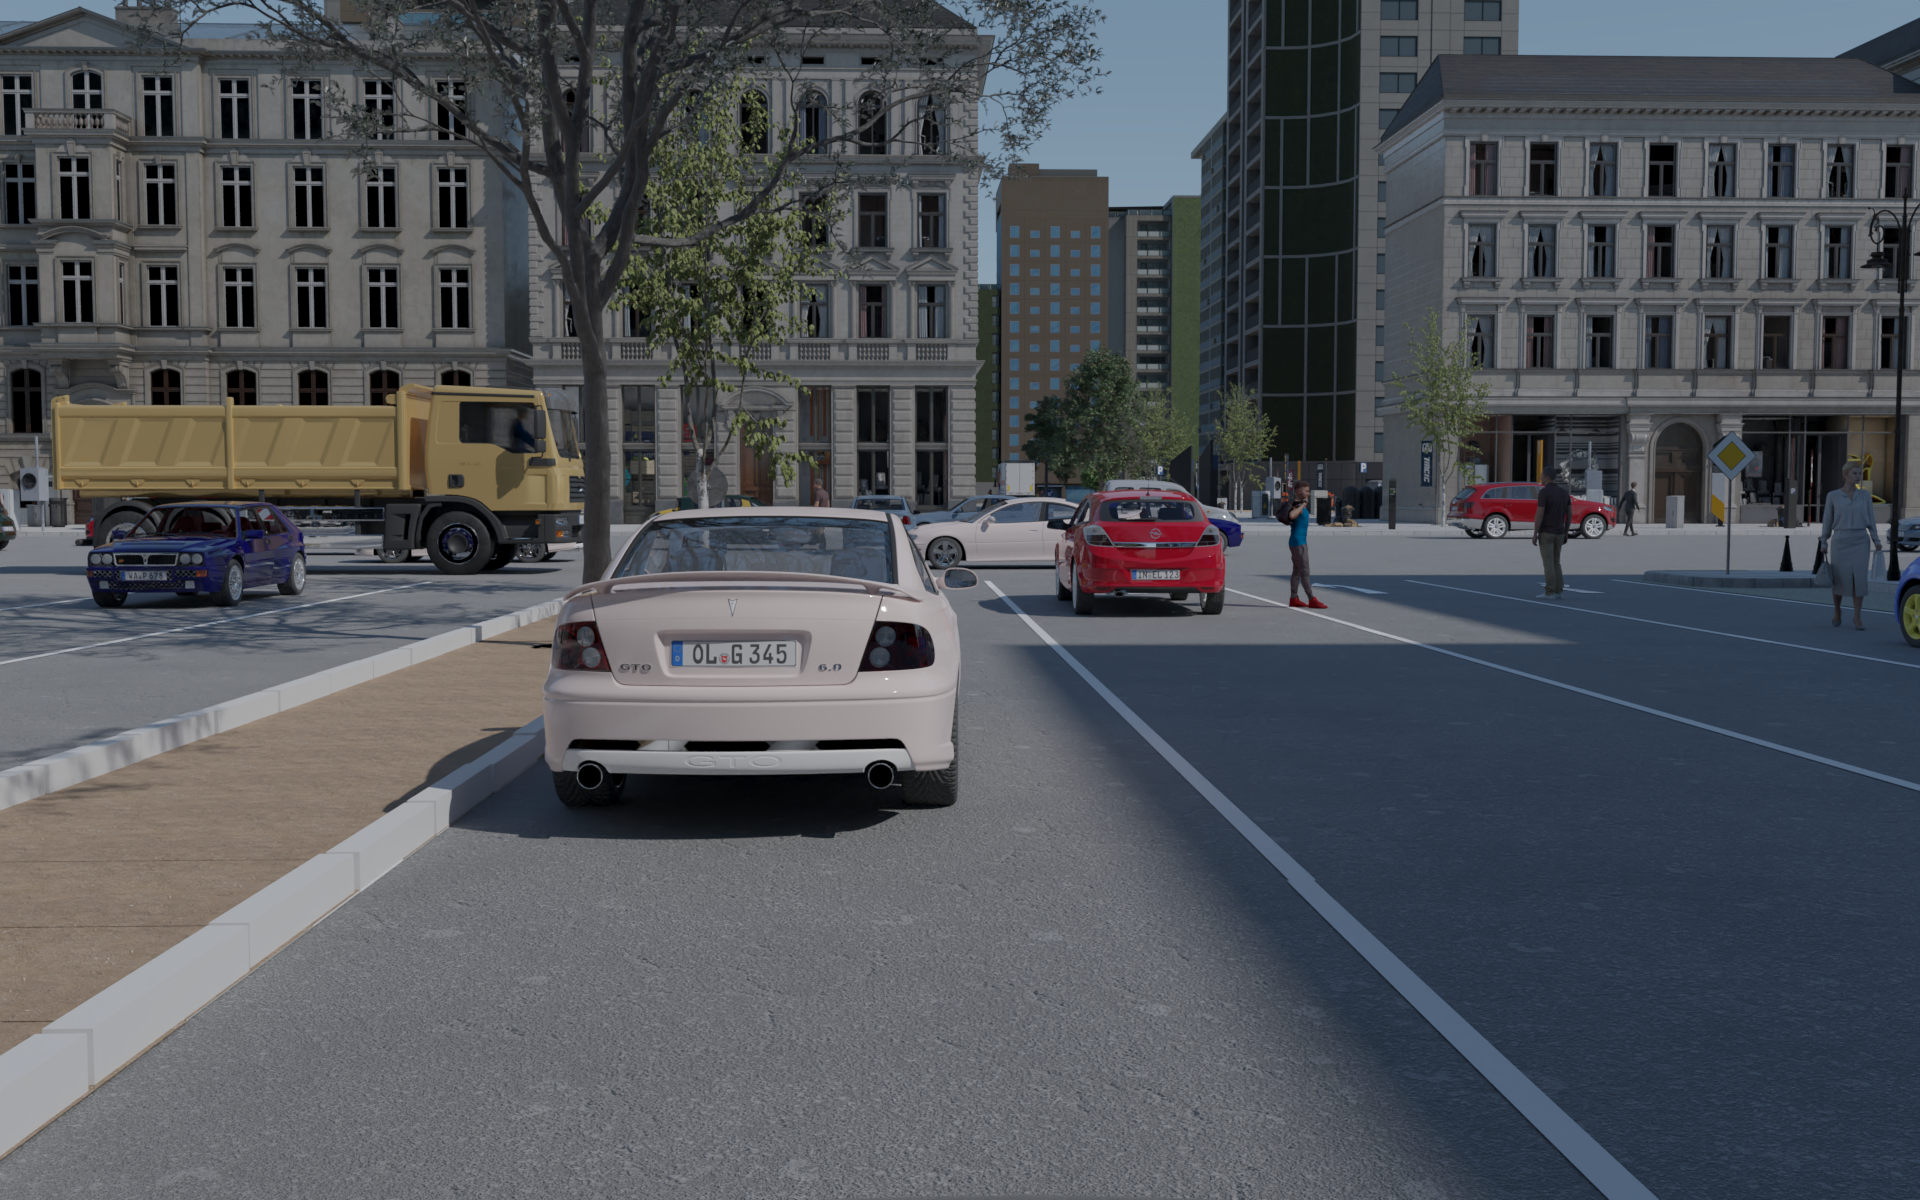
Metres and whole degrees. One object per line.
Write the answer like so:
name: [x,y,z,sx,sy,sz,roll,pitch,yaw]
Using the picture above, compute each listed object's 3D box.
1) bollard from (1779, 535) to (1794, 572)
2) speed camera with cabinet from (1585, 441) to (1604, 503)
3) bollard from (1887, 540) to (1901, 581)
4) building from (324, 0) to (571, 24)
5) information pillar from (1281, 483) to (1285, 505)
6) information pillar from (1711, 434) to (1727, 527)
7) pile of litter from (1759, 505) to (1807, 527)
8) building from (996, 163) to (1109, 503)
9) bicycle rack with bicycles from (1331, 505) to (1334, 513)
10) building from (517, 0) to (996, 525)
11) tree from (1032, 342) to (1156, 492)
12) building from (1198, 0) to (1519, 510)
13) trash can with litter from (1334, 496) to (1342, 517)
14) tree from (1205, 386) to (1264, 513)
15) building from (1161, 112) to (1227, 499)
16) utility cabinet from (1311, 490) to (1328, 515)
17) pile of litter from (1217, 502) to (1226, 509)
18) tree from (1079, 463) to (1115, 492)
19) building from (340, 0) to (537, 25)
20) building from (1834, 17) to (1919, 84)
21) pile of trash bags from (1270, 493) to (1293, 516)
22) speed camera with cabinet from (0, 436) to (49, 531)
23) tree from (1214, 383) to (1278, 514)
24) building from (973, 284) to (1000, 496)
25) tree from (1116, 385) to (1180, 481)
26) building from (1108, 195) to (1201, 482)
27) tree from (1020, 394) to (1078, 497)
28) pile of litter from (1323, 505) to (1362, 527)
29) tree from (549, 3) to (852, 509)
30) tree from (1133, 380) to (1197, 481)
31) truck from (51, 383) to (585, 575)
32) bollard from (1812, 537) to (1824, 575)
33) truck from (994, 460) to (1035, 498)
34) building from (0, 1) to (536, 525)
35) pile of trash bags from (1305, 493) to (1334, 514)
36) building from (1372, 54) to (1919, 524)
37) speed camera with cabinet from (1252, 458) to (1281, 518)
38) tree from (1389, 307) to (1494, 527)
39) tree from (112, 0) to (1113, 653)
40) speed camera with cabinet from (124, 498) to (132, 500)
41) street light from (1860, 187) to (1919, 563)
bollard: [13.692,-0.773,28.678,0.229,0.601,0.229,0,3,0]
speed camera with cabinet: [23.509,-4.271,64.161,0.660,3.252,2.038,1,4,19]
bollard: [13.805,-0.584,25.592,0.229,0.601,0.229,0,3,0]
building: [-45.693,-44.282,162.258,20.611,71.187,20.563,0,4,-2]
information pillar: [22.349,-7.031,119.452,0.304,2.012,0.304,0,4,-1]
information pillar: [29.736,-4.678,67.835,0.504,3.616,0.183,2,4,25]
pile of litter: [31.898,-3.259,67.244,1.719,0.858,1.176,2,4,35]
building: [12.379,-35.925,237.488,14.200,45.320,14.600,0,4,-2]
bicycle rack with bicycles: [23.501,-6.197,114.697,2.925,0.926,2.852,-1,4,-17]
building: [-8.710,-15.157,76.690,19.941,23.489,11.050,0,4,-2]
tree: [10.627,-13.080,130.873,9.611,12.733,9.660,0,3,0]
building: [31.587,-42.957,140.597,20.563,71.187,20.611,0,4,-2]
trash can with litter: [20.405,-4.932,92.021,1.055,1.170,0.624,0,4,3]
tree: [18.780,-10.264,118.175,4.360,8.622,3.978,0,3,0]
building: [36.024,-28.902,164.426,32.217,40.220,23.993,0,4,-2]
utility cabinet: [21.841,-5.907,105.251,1.173,1.500,0.318,-3,4,-36]
pile of litter: [15.188,-5.355,101.521,1.176,0.858,1.719,-2,4,-34]
tree: [11.221,-9.683,142.028,4.285,4.588,4.351,0,3,0]
building: [-41.197,-30.152,143.104,14.600,45.320,14.200,0,4,-2]
building: [56.656,-15.154,81.054,30.059,22.955,16.112,0,4,-2]
pile of trash bags: [18.895,-5.615,101.558,1.912,1.369,3.447,0,4,4]
speed camera with cabinet: [-32.315,-3.970,59.247,2.038,3.252,0.660,0,4,5]
tree: [18.500,-9.959,113.185,4.737,8.622,4.395,0,3,0]
building: [-1.782,-28.512,237.870,14.107,30.474,14.160,0,4,-2]
tree: [12.617,-10.146,116.250,4.360,8.622,3.978,0,3,0]
building: [26.481,-33.968,238.974,14.086,41.232,14.154,0,4,-2]
tree: [9.351,-16.205,187.009,6.751,12.117,7.091,0,3,0]
pile of litter: [15.021,-3.280,67.586,1.176,0.858,1.719,-3,5,-40]
tree: [-3.576,-4.357,24.063,4.737,8.622,4.395,0,3,0]
tree: [12.906,-9.850,111.412,4.737,8.622,4.395,0,3,0]
truck: [-10.995,-2.179,31.549,9.791,3.379,3.469,0,4,-2]
bollard: [13.728,-0.710,27.652,0.229,0.601,0.229,0,3,0]
truck: [4.662,-9.770,148.649,2.839,4.237,11.283,0,4,-3]
building: [-36.199,-15.785,77.172,34.723,24.649,14.460,0,4,-2]
pile of trash bags: [22.988,-6.236,111.711,3.447,1.369,1.912,-3,5,-43]
building: [21.498,-13.855,77.436,40.483,20.767,10.553,0,4,-2]
speed camera with cabinet: [16.496,-6.048,93.228,0.660,3.252,2.038,3,5,42]
tree: [18.886,-7.167,67.536,4.737,8.622,4.395,0,3,0]
tree: [-3.308,-6.277,15.461,12.009,13.543,11.850,0,3,0]
speed camera with cabinet: [-33.100,-4.600,69.551,0.660,3.252,2.038,-2,4,-34]
street light: [14.258,-3.272,26.289,0.468,5.910,1.993,0,4,-2]
